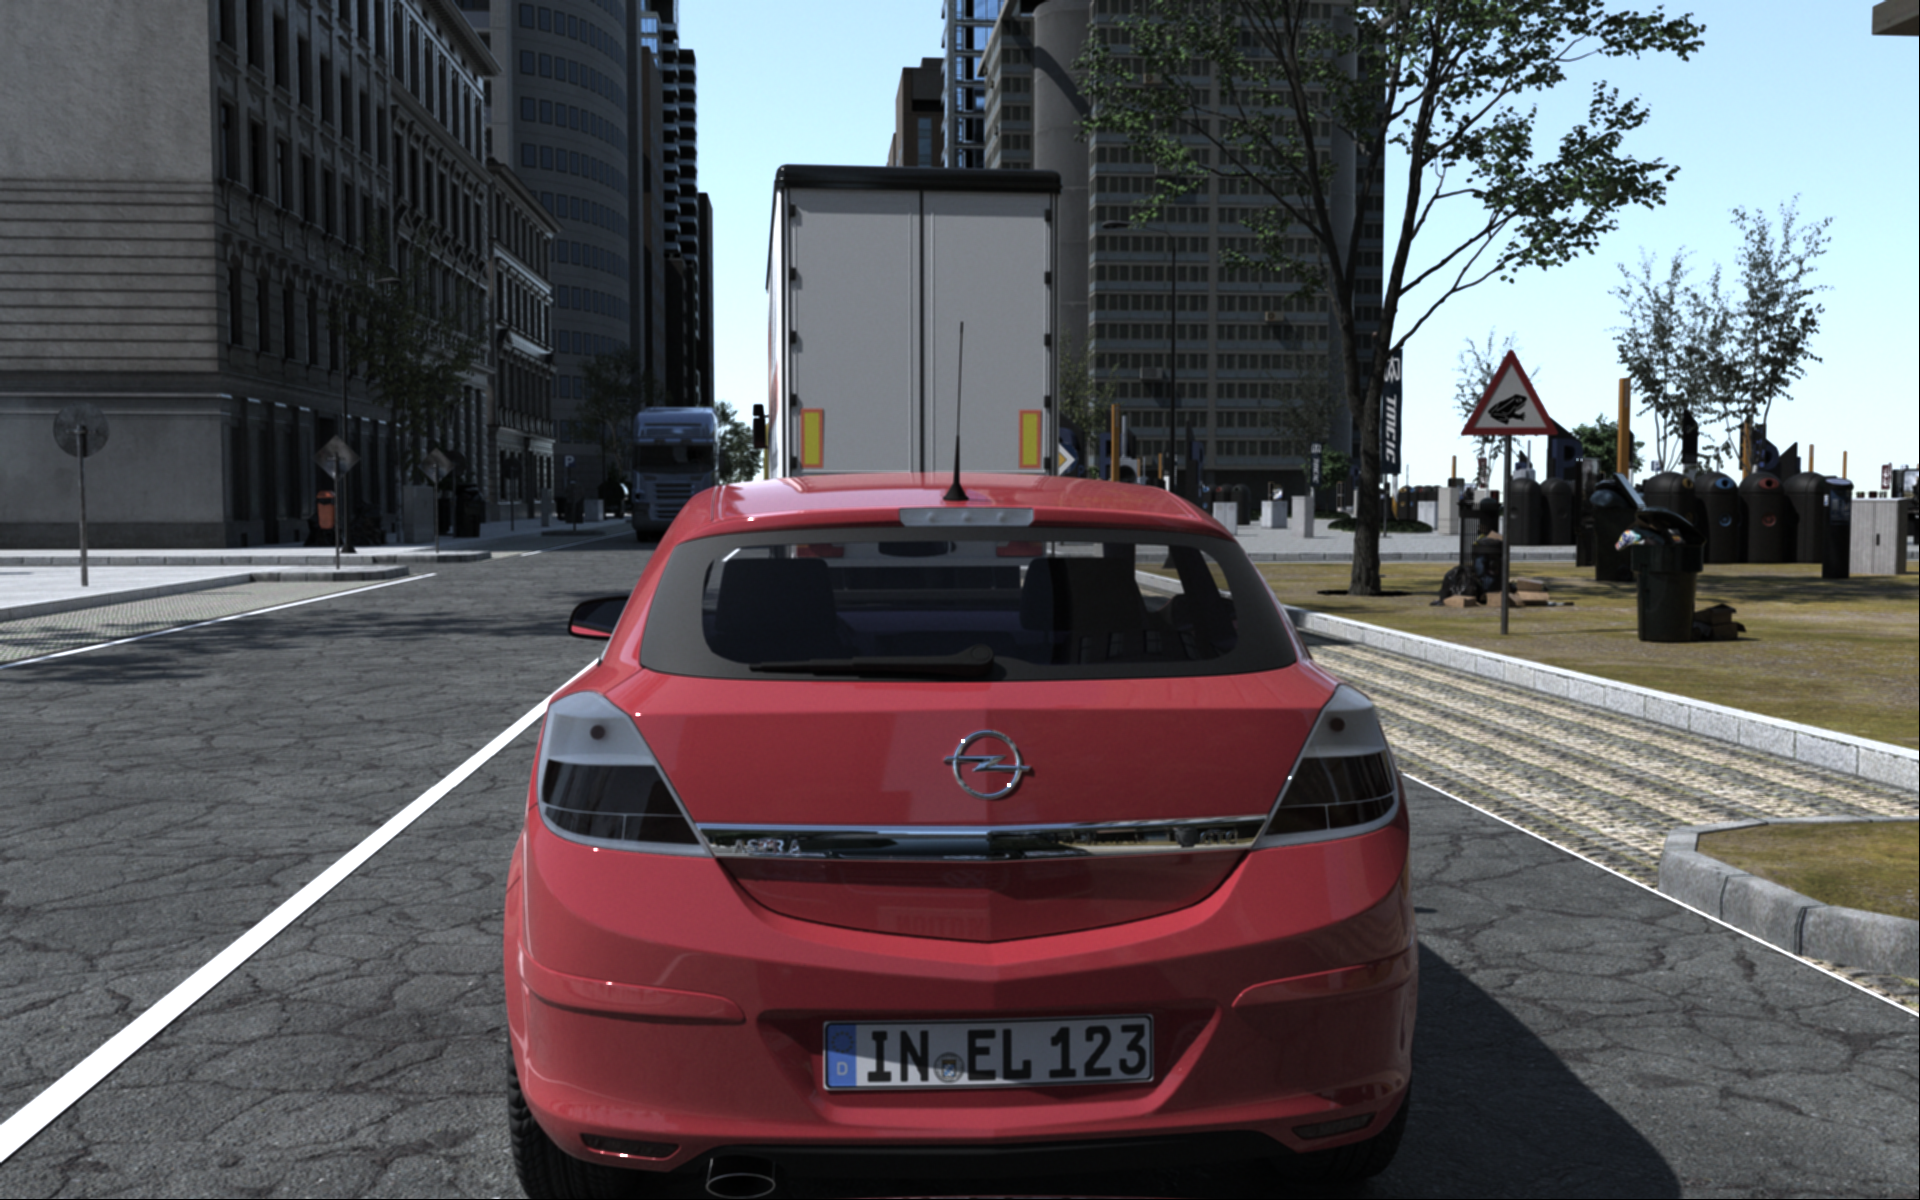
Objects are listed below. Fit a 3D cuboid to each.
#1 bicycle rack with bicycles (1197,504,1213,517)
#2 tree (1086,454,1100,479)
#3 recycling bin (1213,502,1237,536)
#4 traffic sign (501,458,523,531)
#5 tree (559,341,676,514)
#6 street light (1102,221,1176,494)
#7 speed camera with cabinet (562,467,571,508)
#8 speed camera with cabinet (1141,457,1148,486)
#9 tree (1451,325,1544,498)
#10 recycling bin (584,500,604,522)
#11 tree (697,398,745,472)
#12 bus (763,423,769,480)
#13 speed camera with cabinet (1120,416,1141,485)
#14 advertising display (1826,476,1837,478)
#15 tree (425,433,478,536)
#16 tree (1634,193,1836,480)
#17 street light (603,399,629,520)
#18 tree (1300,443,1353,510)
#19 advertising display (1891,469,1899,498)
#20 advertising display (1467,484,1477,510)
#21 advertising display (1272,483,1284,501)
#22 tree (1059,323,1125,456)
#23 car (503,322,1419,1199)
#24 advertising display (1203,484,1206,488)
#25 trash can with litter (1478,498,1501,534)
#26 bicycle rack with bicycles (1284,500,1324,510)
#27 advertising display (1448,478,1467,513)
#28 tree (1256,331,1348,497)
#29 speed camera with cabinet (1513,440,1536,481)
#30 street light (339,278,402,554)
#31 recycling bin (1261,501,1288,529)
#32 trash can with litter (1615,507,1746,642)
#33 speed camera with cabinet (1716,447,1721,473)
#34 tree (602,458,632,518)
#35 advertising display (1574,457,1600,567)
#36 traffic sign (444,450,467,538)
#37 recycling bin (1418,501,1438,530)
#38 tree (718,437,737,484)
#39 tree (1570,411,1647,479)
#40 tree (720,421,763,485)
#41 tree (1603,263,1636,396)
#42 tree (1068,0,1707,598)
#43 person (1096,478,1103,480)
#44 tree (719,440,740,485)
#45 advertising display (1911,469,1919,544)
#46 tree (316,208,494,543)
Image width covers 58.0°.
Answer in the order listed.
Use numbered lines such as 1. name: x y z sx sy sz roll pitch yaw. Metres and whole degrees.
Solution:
1. bicycle rack with bicycles: 7.617 -2.898 60.768 2.852 0.926 2.925 -1 4 -17
2. tree: 5.338 -4.203 63.326 1.663 3.219 1.824 0 3 0
3. recycling bin: 8.197 -2.508 53.560 0.722 1.027 0.722 0 4 7
4. traffic sign: -15.638 -3.690 60.444 0.768 2.556 0.104 0 4 0
5. tree: -20.264 -10.402 104.492 8.767 10.594 7.601 1 4 18
6. street light: 3.111 -3.494 29.669 1.470 5.913 1.316 0 4 -5
7. speed camera with cabinet: -20.981 -6.046 93.194 0.660 3.252 2.038 -1 4 -19
8. speed camera with cabinet: 9.370 -6.027 92.878 0.660 3.252 2.038 -1 4 -23
9. tree: 23.579 -7.728 76.720 4.360 8.622 3.978 0 3 0
10. recycling bin: -16.948 -4.135 80.161 0.722 1.027 0.722 0 4 7
11. tree: -26.869 -16.015 187.606 9.928 11.665 9.643 0 3 0
12. bus: -5.023 -3.961 56.315 2.896 3.916 12.252 0 4 -6
13. speed camera with cabinet: 3.441 -3.012 43.580 2.038 3.252 0.660 0 4 4
14. advertising display: 30.888 -3.444 61.522 0.123 1.923 0.974 0 4 7
15. tree: -15.959 -3.600 53.463 1.663 3.219 1.824 0 3 0
16. tree: 19.639 -5.664 42.976 4.360 8.622 3.978 0 3 0
17. street light: -16.933 -6.878 85.002 1.470 5.913 1.316 0 4 -5
18. tree: 23.265 -7.724 110.008 4.285 4.588 4.351 0 3 0
19. advertising display: 24.648 -2.462 45.466 0.123 1.923 0.974 3 5 43
20. advertising display: 31.163 -6.168 106.061 0.974 1.923 0.123 1 4 11
21. advertising display: 19.035 -6.020 103.643 0.123 1.923 0.974 -2 4 -28
22. tree: 4.990 -7.645 75.350 4.737 8.622 4.395 0 3 0
23. car: -0.117 0.245 5.041 2.155 1.783 4.494 0 4 -4
24. advertising display: 15.198 -6.303 108.273 0.123 1.923 0.974 0 4 -7
25. trash can with litter: 16.846 -2.681 55.225 0.624 1.170 1.055 2 4 25
26. bicycle rack with bicycles: 20.366 -5.610 105.111 2.852 0.926 2.925 -1 4 -18
27. advertising display: 19.949 -3.942 69.663 0.974 1.923 0.123 -3 5 -40
28. tree: 15.548 -7.753 77.128 4.360 8.622 3.978 0 3 0
29. speed camera with cabinet: 21.155 -4.249 63.806 2.038 3.252 0.660 -3 5 -40
30. street light: -12.713 -3.966 37.385 1.470 5.913 1.316 0 4 -5
31. recycling bin: 11.697 -3.173 64.435 0.722 1.027 0.722 -1 4 -22
32. trash can with litter: 6.352 -0.235 15.225 1.055 1.170 0.624 -2 4 -25
33. speed camera with cabinet: 31.830 -4.840 73.475 0.660 3.252 2.038 1 4 16
34. tree: -18.664 -6.018 92.988 1.663 3.219 1.824 0 3 0
35. advertising display: 11.148 -1.565 30.799 0.123 1.923 0.974 3 4 38
36. traffic sign: -14.683 -3.066 50.233 0.768 2.556 0.104 0 4 5
37. recycling bin: 16.834 -3.014 61.838 0.722 1.027 0.722 -3 5 -44
38. tree: -28.662 -15.700 207.062 4.360 8.622 3.978 0 3 0
39. tree: 25.406 -5.205 68.810 4.285 4.588 4.351 0 3 0
40. tree: -33.797 -21.426 268.437 7.486 12.596 7.792 0 3 0
41. tree: 20.994 -6.159 51.065 4.360 8.622 3.978 0 3 0
42. tree: 5.066 -5.856 21.506 9.928 11.665 9.643 0 3 0
43. person: 2.818 -1.567 34.663 0.362 1.759 0.519 0 4 -4
44. tree: -30.001 -16.580 221.452 4.737 8.622 4.395 0 3 0
45. advertising display: 24.479 -2.374 44.025 0.974 1.923 0.123 2 4 33
46. tree: -14.626 -5.832 45.711 4.737 8.622 4.395 0 3 0
